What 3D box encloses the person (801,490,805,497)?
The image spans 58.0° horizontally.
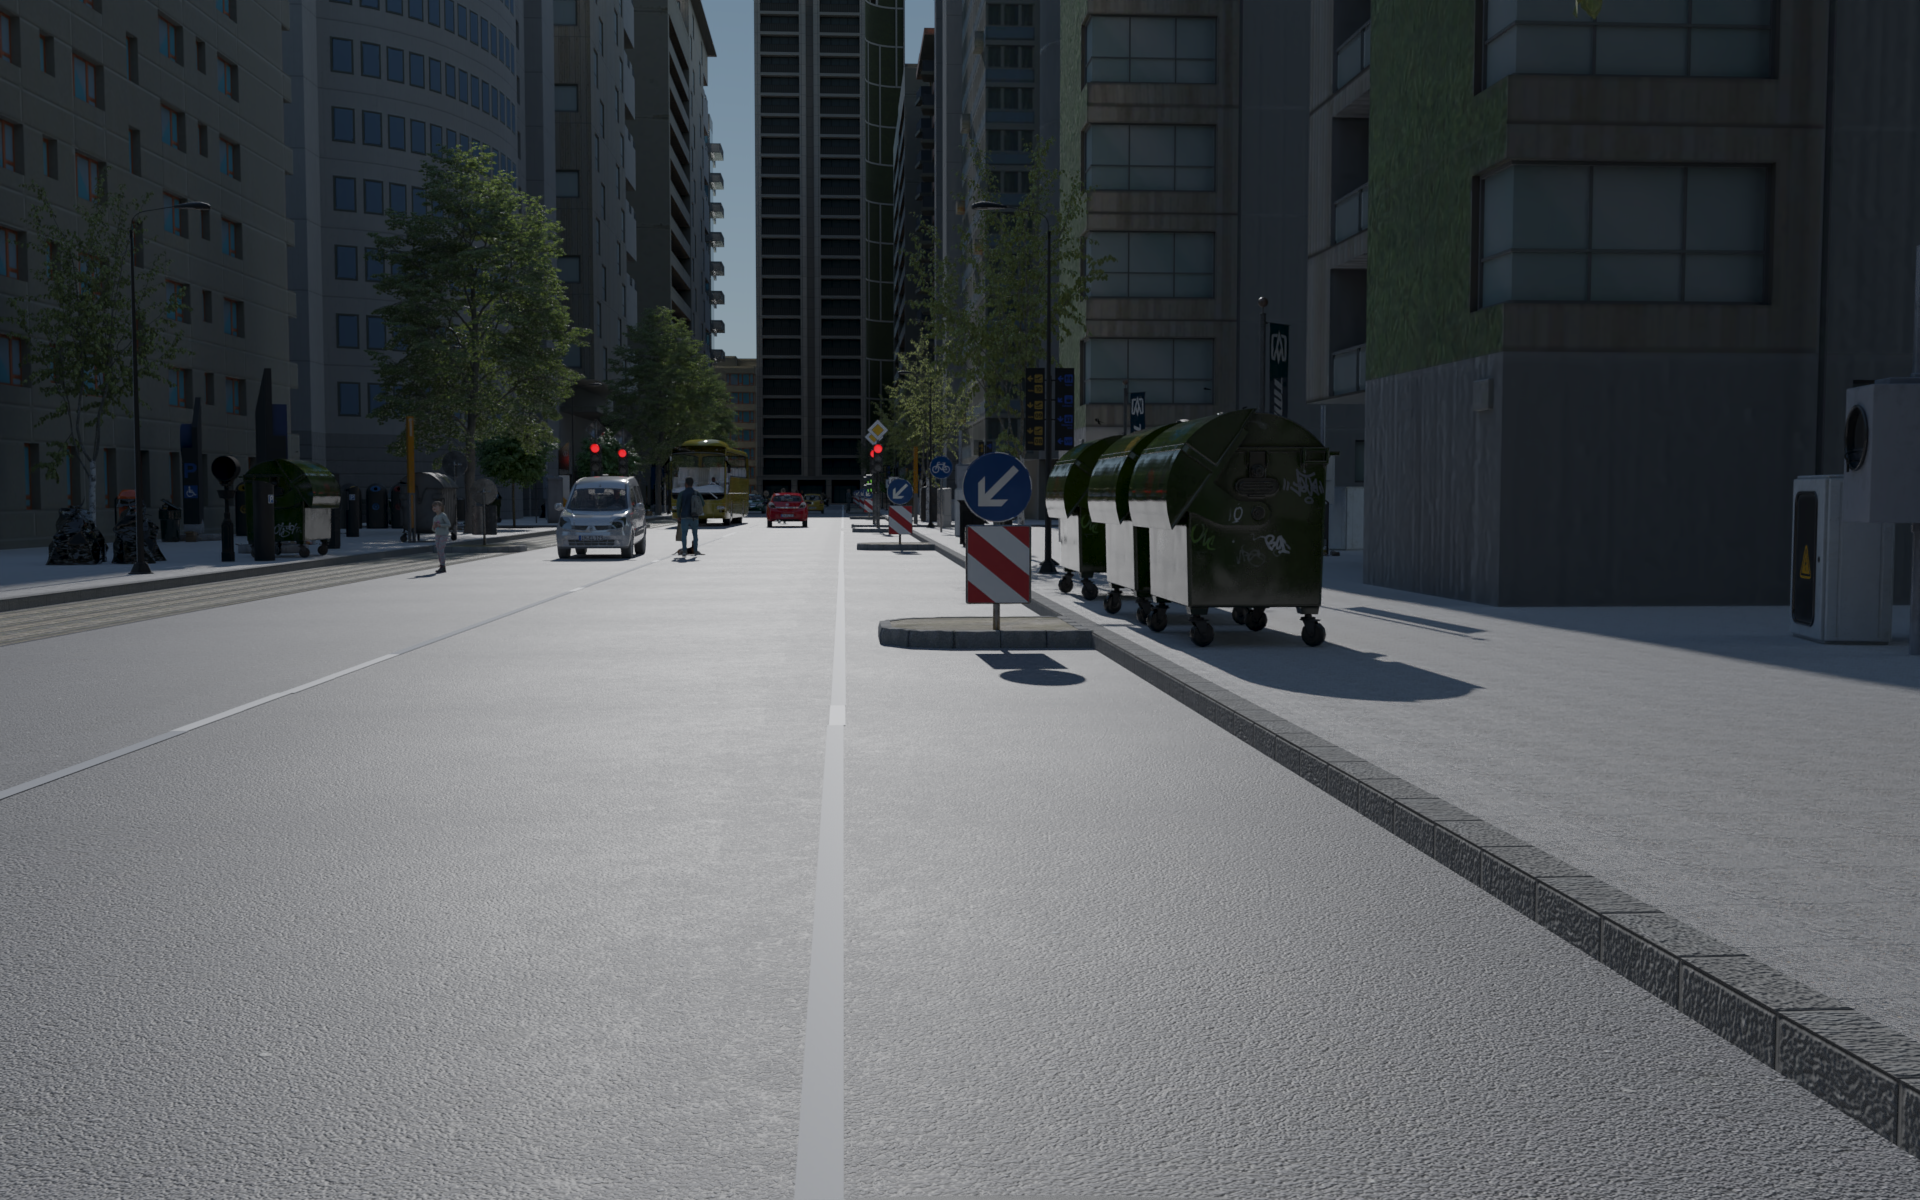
[{"bbox_3d":[-15.469,-9.862,169.762,1.348,1.822,0.705,1,4,23],"label":"person"}]

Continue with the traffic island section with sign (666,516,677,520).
[{"bbox_3d":[-15.460,-5.425,97.321,1.989,1.847,2.006,0,4,-4],"label":"traffic island section with sign"}]

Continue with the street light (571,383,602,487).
[{"bbox_3d":[-15.671,-6.118,72.577,1.470,5.913,1.316,0,4,-4],"label":"street light"}]

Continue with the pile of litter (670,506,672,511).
[{"bbox_3d":[-23.900,-7.907,143.238,1.719,0.858,1.176,0,4,3],"label":"pile of litter"}]

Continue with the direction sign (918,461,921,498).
[{"bbox_3d":[-2.878,-7.766,118.969,0.379,3.537,0.876,-2,4,-31],"label":"direction sign"}]

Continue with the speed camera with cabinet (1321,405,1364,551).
[{"bbox_3d":[8.512,-2.751,39.317,2.038,3.252,0.660,-3,5,-40],"label":"speed camera with cabinet"}]

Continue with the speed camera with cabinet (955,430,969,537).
[{"bbox_3d":[0.166,-3.591,53.055,0.660,3.252,2.038,0,4,2],"label":"speed camera with cabinet"}]

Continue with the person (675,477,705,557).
[{"bbox_3d":[-6.192,-1.889,39.365,0.794,1.824,0.713,0,4,6],"label":"person"}]

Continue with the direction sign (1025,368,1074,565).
[{"bbox_3d":[1.613,-2.395,31.151,0.876,3.537,0.379,0,4,-1],"label":"direction sign"}]

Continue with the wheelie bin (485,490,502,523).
[{"bbox_3d":[-20.886,-4.246,77.335,0.980,1.594,0.693,3,5,44],"label":"wheelie bin"}]

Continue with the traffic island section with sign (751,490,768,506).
[{"bbox_3d":[-20.641,-10.133,174.303,1.989,1.847,2.006,0,4,-4],"label":"traffic island section with sign"}]

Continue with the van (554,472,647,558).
[{"bbox_3d":[-8.250,-2.018,40.005,2.013,2.044,4.112,0,4,-4],"label":"van"}]

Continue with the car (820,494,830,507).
[{"bbox_3d":[-16.074,-11.680,200.752,2.009,1.686,4.222,0,4,-3],"label":"car"}]

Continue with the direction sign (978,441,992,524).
[{"bbox_3d":[1.091,-5.051,74.588,0.379,3.537,0.876,-3,5,-40],"label":"direction sign"}]

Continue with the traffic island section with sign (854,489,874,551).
[{"bbox_3d":[-1.679,-2.213,44.807,1.989,1.847,2.006,0,4,-4],"label":"traffic island section with sign"}]

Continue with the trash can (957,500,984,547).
[{"bbox_3d":[0.293,-1.860,42.072,0.748,1.137,0.748,0,3,0],"label":"trash can"}]

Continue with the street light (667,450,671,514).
[{"bbox_3d":[-18.115,-8.462,110.894,1.470,5.913,1.316,0,4,-4],"label":"street light"}]

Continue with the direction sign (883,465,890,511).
[{"bbox_3d":[-5.691,-8.725,134.646,0.379,3.537,0.876,-3,5,-39],"label":"direction sign"}]

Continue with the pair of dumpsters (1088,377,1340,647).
[{"bbox_3d":[2.302,-0.855,16.475,1.574,2.255,4.437,0,4,-4],"label":"pair of dumpsters"}]

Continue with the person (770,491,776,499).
[{"bbox_3d":[-18.185,-9.782,169.220,0.721,1.735,1.217,2,4,27],"label":"person"}]

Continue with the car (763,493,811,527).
[{"bbox_3d":[-7.628,-4.123,76.443,2.155,1.783,4.494,0,4,-6],"label":"car"}]

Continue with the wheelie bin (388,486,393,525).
[{"bbox_3d":[-23.238,-3.895,71.598,0.980,1.594,0.693,1,4,10],"label":"wheelie bin"}]

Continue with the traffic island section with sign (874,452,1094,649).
[{"bbox_3d":[0.195,-0.514,17.025,1.989,1.847,2.006,0,4,-4],"label":"traffic island section with sign"}]

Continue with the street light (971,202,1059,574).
[{"bbox_3d":[0.880,-3.375,27.717,1.470,5.913,1.316,0,4,-4],"label":"street light"}]

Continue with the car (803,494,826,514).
[{"bbox_3d":[-10.888,-7.192,127.808,2.015,1.641,3.980,0,4,-5],"label":"car"}]

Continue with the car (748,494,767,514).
[{"bbox_3d":[-15.194,-7.055,127.153,2.131,1.459,4.920,0,4,-5],"label":"car"}]

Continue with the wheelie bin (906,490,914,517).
[{"bbox_3d":[-2.726,-5.466,97.269,0.693,1.594,0.980,0,4,7],"label":"wheelie bin"}]

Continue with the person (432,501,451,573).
[{"bbox_3d":[-9.492,-1.153,31.624,0.425,1.301,0.394,1,4,17],"label":"person"}]

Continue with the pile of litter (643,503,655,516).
[{"bbox_3d":[-18.561,-5.383,101.982,1.176,0.858,1.719,3,4,36],"label":"pile of litter"}]

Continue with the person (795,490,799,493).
[{"bbox_3d":[-13.019,-7.844,137.346,0.643,1.750,0.593,1,4,20],"label":"person"}]

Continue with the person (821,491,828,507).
[{"bbox_3d":[-15.006,-11.095,189.910,1.348,1.823,0.705,3,5,40],"label":"person"}]

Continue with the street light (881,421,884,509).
[{"bbox_3d":[-4.609,-8.410,110.038,1.470,5.913,1.316,0,4,-4],"label":"street light"}]

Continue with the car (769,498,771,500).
[{"bbox_3d":[-17.184,-9.475,165.146,2.015,1.641,3.980,0,4,-3],"label":"car"}]

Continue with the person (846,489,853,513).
[{"bbox_3d":[-8.294,-7.436,130.247,0.590,1.801,0.661,-1,4,-11],"label":"person"}]

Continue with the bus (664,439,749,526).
[{"bbox_3d":[-11.699,-5.505,81.549,2.896,3.916,12.252,0,4,-2],"label":"bus"}]

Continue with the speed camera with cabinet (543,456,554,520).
[{"bbox_3d":[-20.027,-5.598,85.863,0.660,3.252,2.038,-2,4,-35],"label":"speed camera with cabinet"}]

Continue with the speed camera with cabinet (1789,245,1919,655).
[{"bbox_3d":[7.606,-1.238,14.576,0.660,3.252,2.038,1,4,10],"label":"speed camera with cabinet"}]

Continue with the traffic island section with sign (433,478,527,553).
[{"bbox_3d":[-11.796,-2.088,42.769,1.989,1.847,2.006,0,4,-4],"label":"traffic island section with sign"}]

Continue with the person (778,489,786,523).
[{"bbox_3d":[-8.587,-4.582,84.422,0.512,1.701,0.522,-3,5,-41],"label":"person"}]

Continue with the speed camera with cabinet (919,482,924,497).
[{"bbox_3d":[-3.092,-7.743,120.926,0.660,3.252,2.038,1,4,17],"label":"speed camera with cabinet"}]

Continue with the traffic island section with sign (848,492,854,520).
[{"bbox_3d":[-5.255,-5.466,97.996,1.989,1.847,2.006,0,4,-4],"label":"traffic island section with sign"}]
